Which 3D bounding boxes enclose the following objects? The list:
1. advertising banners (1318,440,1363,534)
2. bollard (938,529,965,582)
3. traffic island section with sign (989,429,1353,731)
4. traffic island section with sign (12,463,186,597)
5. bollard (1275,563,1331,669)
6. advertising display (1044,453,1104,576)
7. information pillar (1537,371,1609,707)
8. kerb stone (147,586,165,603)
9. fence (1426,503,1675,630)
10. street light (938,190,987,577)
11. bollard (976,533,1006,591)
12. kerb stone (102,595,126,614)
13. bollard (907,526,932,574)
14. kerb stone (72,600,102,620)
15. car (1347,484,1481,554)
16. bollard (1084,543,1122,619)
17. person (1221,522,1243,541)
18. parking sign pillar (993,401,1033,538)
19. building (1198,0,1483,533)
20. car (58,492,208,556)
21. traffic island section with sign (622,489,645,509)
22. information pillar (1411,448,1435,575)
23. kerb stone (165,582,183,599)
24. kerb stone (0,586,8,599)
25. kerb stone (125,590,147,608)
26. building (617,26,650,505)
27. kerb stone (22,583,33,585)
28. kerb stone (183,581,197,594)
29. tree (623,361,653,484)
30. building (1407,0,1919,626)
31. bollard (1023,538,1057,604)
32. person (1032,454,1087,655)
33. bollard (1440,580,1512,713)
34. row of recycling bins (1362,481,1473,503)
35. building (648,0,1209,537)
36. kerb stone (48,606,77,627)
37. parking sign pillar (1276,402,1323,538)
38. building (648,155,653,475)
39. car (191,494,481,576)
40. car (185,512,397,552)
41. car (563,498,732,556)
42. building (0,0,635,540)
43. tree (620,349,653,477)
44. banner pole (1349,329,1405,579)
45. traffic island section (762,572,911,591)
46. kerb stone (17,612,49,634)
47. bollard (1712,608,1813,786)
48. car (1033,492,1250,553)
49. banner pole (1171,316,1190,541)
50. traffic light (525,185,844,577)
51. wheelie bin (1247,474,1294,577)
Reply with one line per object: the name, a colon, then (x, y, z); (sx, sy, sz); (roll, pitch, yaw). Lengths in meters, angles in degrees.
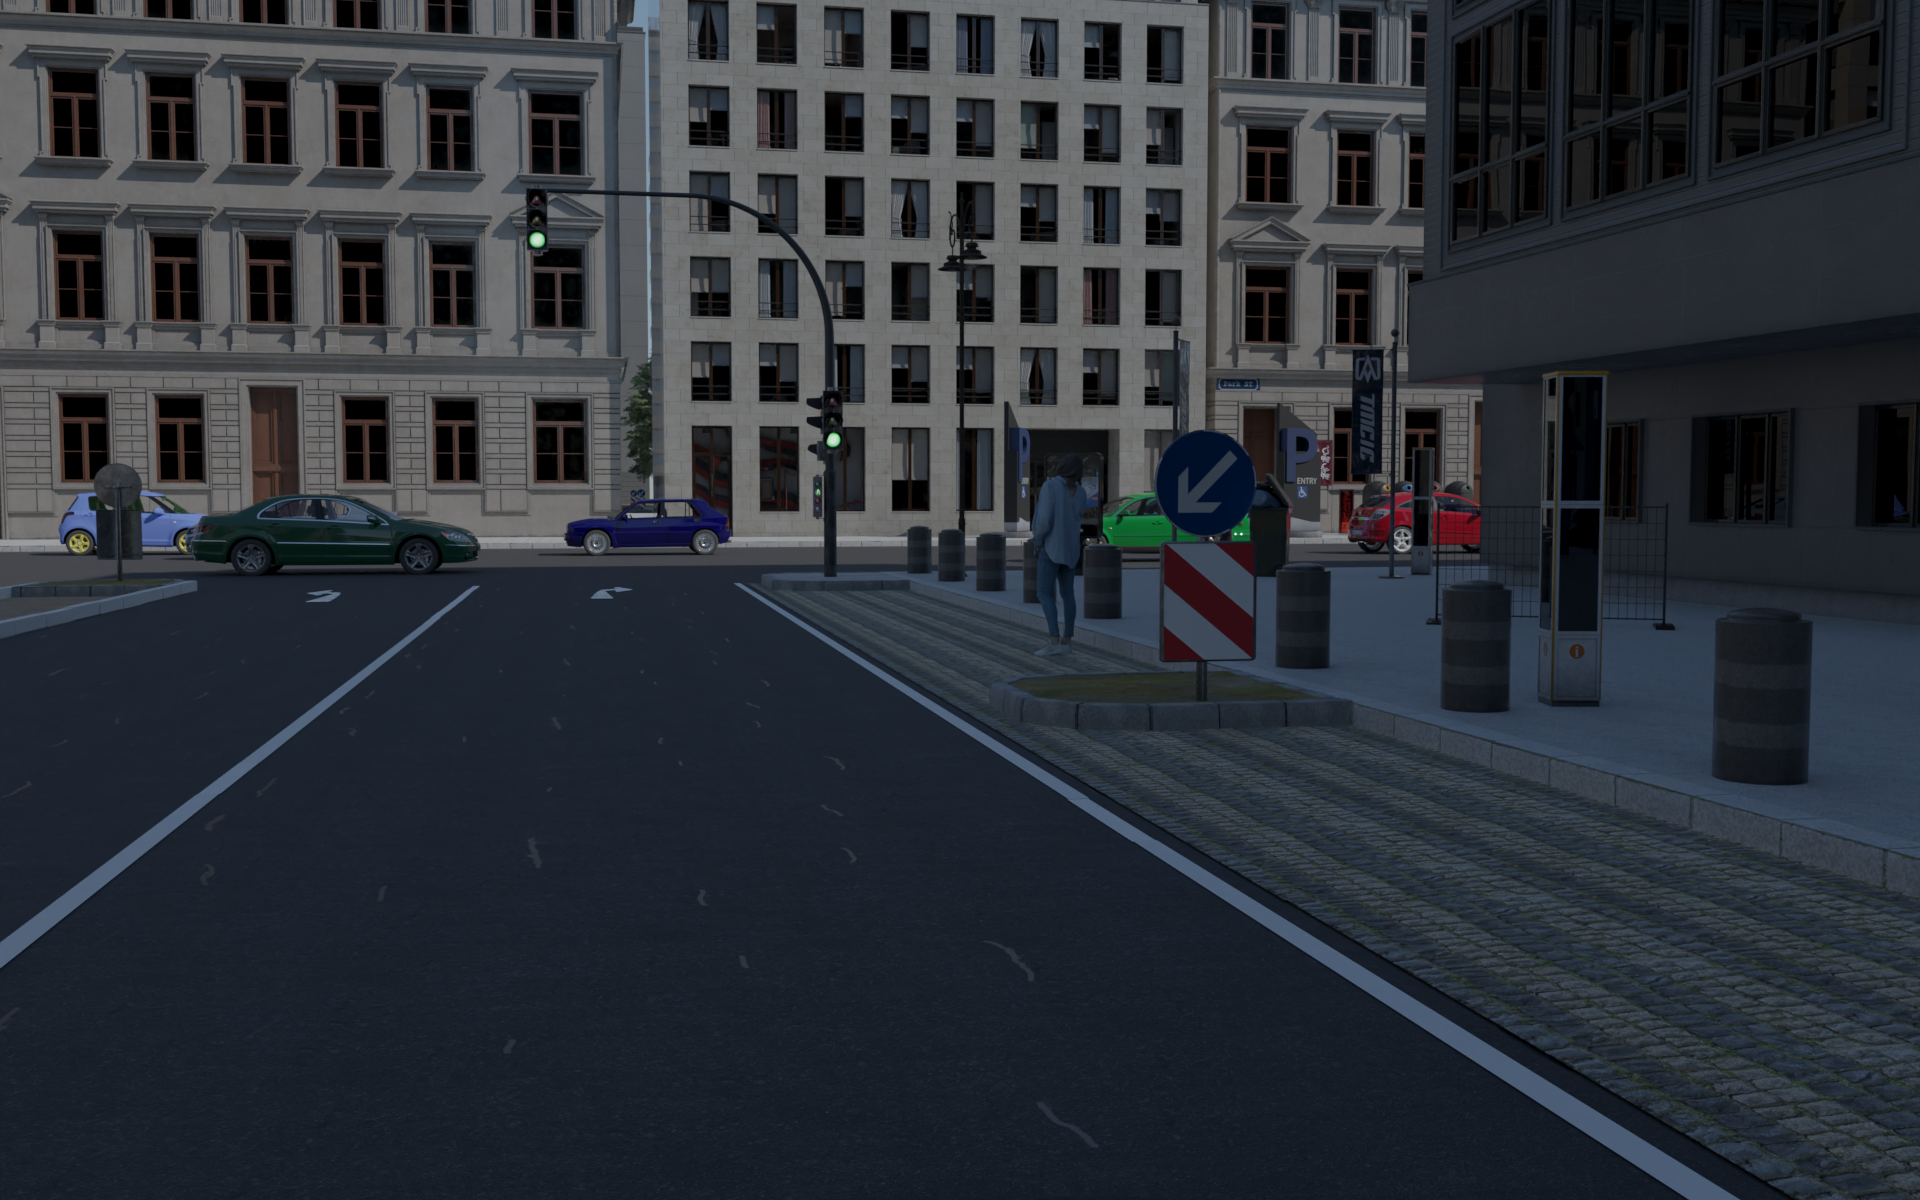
advertising banners: (12.498, -3.648, 55.839); (2.074, 3.025, 0.090); (0, 4, -6)
bollard: (-0.124, -0.661, 25.522); (0.404, 0.777, 0.398); (0, 3, 0)
traffic island section with sign: (1.255, -0.169, 11.398); (1.989, 1.847, 2.006); (-1, 4, -12)
traffic island section with sign: (-12.293, -1.029, 24.966); (2.006, 1.907, 1.989); (-1, 4, -12)
bollard: (2.546, 0.114, 12.857); (0.404, 0.777, 0.398); (0, 3, 0)
advertising display: (1.786, -1.347, 27.242); (0.974, 1.923, 0.123); (2, 4, 29)
information pillar: (3.717, -0.369, 10.521); (0.304, 2.012, 0.304); (0, 4, 2)
kerb stone: (-10.830, -0.056, 23.119); (0.120, 0.150, 1.000); (-1, 4, -12)
fence: (5.724, -0.344, 16.828); (2.264, 1.192, 0.480); (1, 4, 19)
street light: (0.029, -3.297, 26.689); (0.468, 5.910, 1.993); (-1, 4, -12)
bollard: (0.412, -0.506, 22.986); (0.404, 0.777, 0.398); (0, 3, 0)
kerb stone: (-10.399, 0.071, 21.110); (0.120, 0.150, 1.000); (-1, 4, -12)
bollard: (-0.657, -0.817, 28.067); (0.404, 0.777, 0.398); (0, 3, 0)
kerb stone: (-10.198, 0.128, 20.105); (0.120, 0.150, 1.000); (-1, 4, -12)
car: (11.715, -2.028, 42.200); (4.494, 1.783, 2.155); (-1, 4, -12)
bollard: (1.479, -0.196, 17.920); (0.404, 0.777, 0.398); (0, 3, 0)
person: (5.111, -1.332, 32.970); (0.600, 1.496, 0.574); (2, 4, 33)
parking sign pillar: (1.679, -3.822, 50.957); (1.447, 3.967, 1.447); (1, 4, 19)
building: (16.800, -13.836, 62.383); (21.152, 22.565, 11.583); (-1, 4, -12)
car: (-19.314, -1.930, 41.143); (3.694, 1.707, 1.945); (-1, 4, -12)
traffic island section with sign: (-31.940, -9.807, 168.969); (1.989, 1.847, 2.006); (-1, 4, -12)
information pillar: (7.348, -1.408, 27.509); (0.304, 2.012, 0.304); (1, 4, 23)
kerb stone: (-11.037, -0.118, 24.124); (0.120, 0.150, 1.000); (-1, 4, -12)
kerb stone: (-13.082, -0.090, 23.668); (0.120, 0.150, 1.000); (-1, 4, -12)
kerb stone: (-10.608, 0.007, 22.114); (0.120, 0.150, 1.000); (-1, 4, -12)
building: (-53.321, -41.154, 214.862); (28.212, 58.520, 21.231); (-1, 4, -12)
kerb stone: (-13.298, -0.148, 24.669); (0.120, 0.150, 1.000); (-1, 4, -12)
kerb stone: (-11.252, -0.180, 25.142); (0.120, 0.150, 1.000); (-1, 4, -12)
tree: (-22.674, -12.990, 134.448); (6.751, 12.117, 7.091); (0, 3, 0)
building: (15.912, -11.726, 10.781); (14.314, 24.678, 30.058); (-1, 4, -12)
bollard: (0.945, -0.351, 20.455); (0.404, 0.777, 0.398); (0, 3, 0)
person: (0.895, -0.412, 15.497); (0.793, 1.790, 0.793); (1, 4, 17)
bollard: (3.075, 0.269, 10.325); (0.404, 0.777, 0.398); (0, 3, 0)
row of recycling bins: (14.300, -2.882, 54.234); (3.534, 1.692, 1.069); (-1, 4, -10)
building: (-1.567, -12.397, 57.445); (16.860, 20.320, 10.420); (-1, 4, -12)
kerb stone: (-9.976, 0.198, 19.095); (0.120, 0.150, 1.000); (-1, 4, -12)
parking sign pillar: (10.015, -3.838, 51.219); (1.447, 3.967, 1.447); (-1, 4, -23)
building: (-24.342, -36.855, 222.190); (30.456, 49.044, 23.786); (-1, 4, -12)
car: (-11.224, -1.194, 31.327); (4.920, 1.459, 2.131); (-1, 4, -12)
car: (-14.808, -1.623, 38.543); (4.499, 1.417, 2.014); (-1, 4, -11)
car: (-7.421, -1.744, 41.087); (3.894, 1.354, 1.945); (-1, 4, -13)
building: (-20.777, -13.335, 54.183); (21.152, 22.565, 11.583); (-1, 4, -12)
tree: (-21.012, -12.680, 125.448); (7.486, 12.596, 7.792); (0, 3, 0)
banner pole: (6.360, -2.224, 26.372); (0.863, 3.779, 0.401); (1, 4, 13)
traffic island section: (-1.998, -0.281, 26.881); (2.009, 0.180, 2.903); (-1, 4, -12)
kerb stone: (-9.769, 0.253, 18.091); (0.120, 0.150, 1.000); (-1, 4, -12)
bollard: (3.610, 0.423, 7.795); (0.404, 0.777, 0.398); (0, 3, 0)
car: (3.906, -1.735, 37.162); (4.718, 1.807, 1.959); (-1, 4, -13)
banner pole: (3.141, -2.121, 24.689); (0.401, 3.779, 0.863); (2, 4, 26)
traffic light: (-4.068, -3.151, 26.190); (4.771, 5.953, 1.251); (-1, 4, -12)
wheelie bin: (4.816, -1.168, 26.998); (0.693, 1.594, 0.980); (1, 4, 17)
